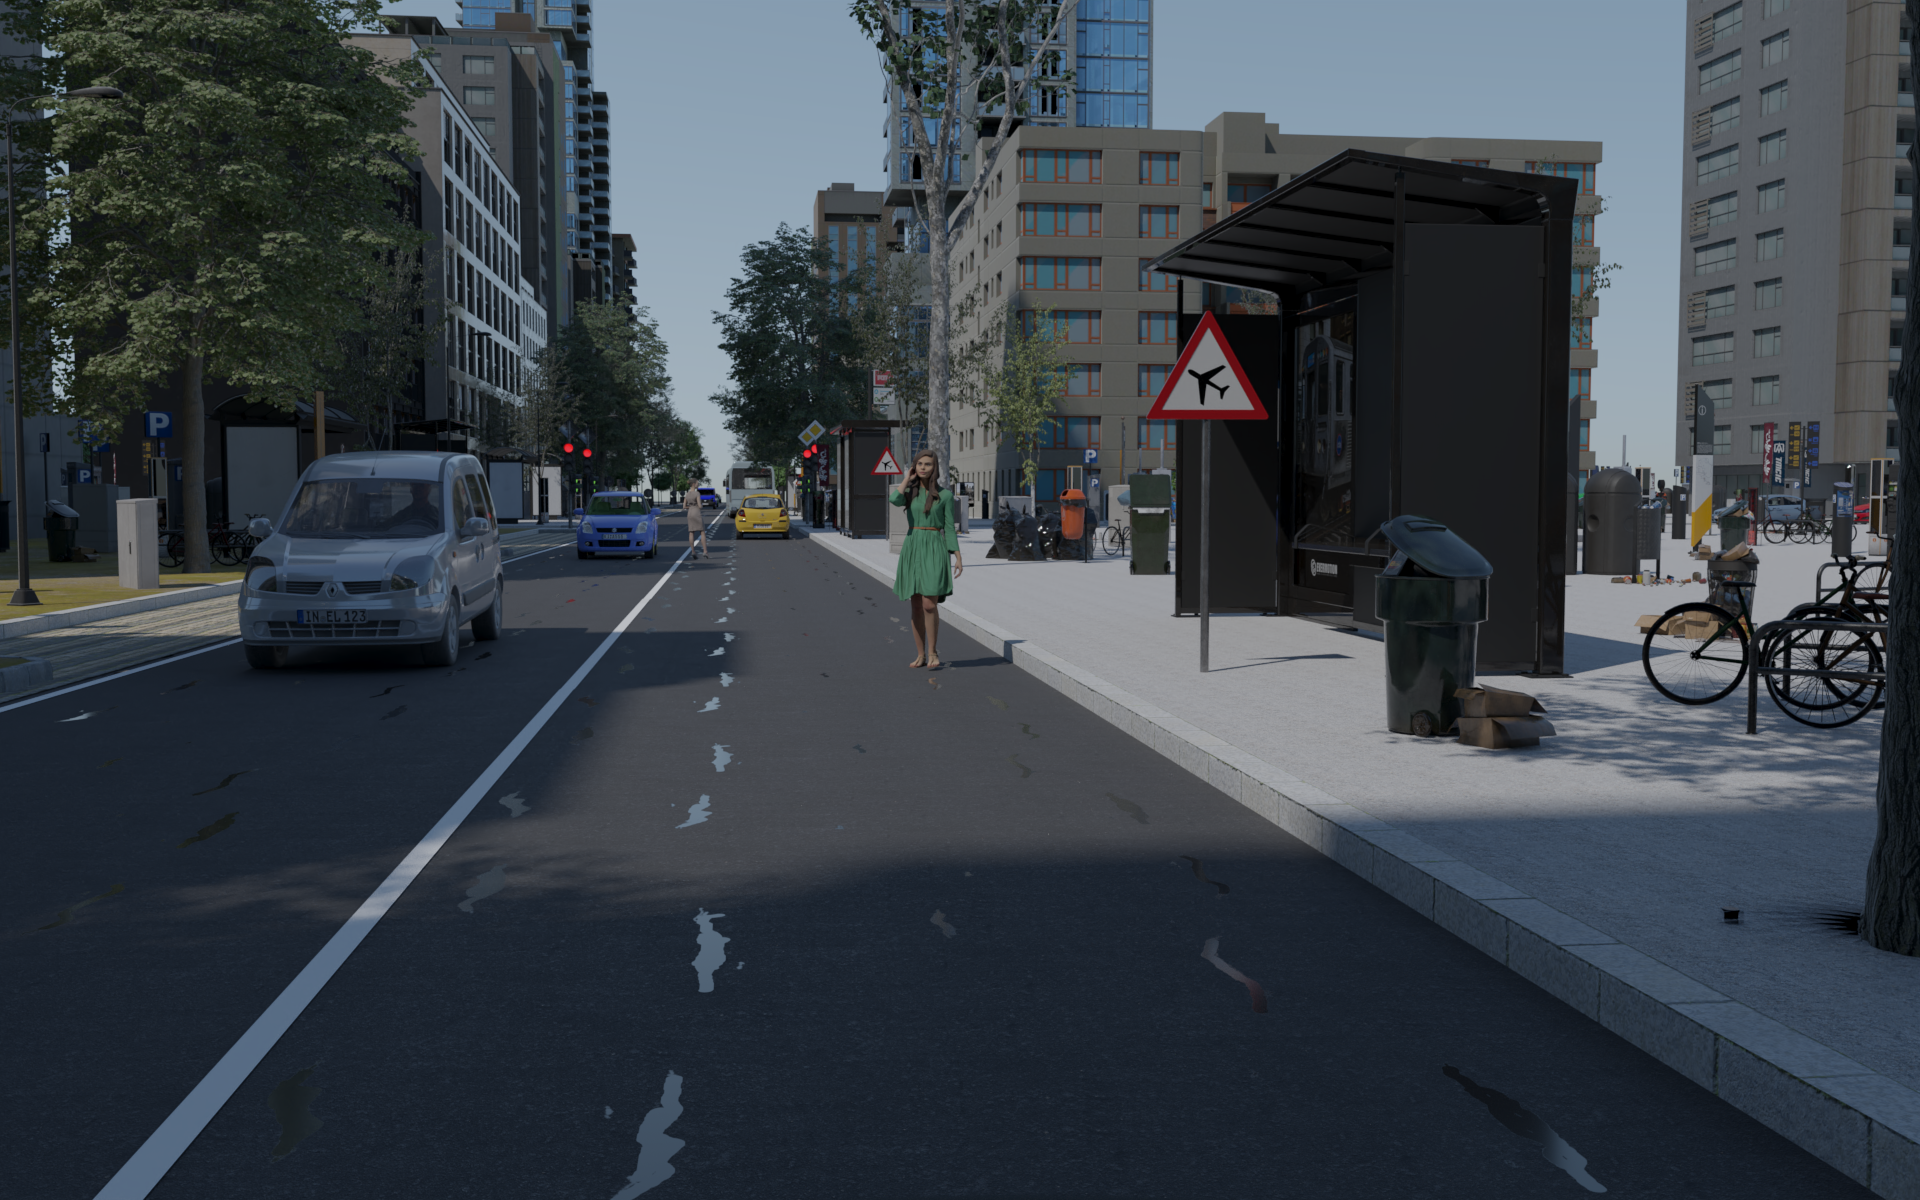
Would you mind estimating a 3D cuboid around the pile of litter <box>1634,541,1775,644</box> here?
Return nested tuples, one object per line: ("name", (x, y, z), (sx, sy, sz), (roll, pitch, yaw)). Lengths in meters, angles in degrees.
("pile of litter", (6.737, -0.104, 15.672), (1.176, 0.858, 1.719), (2, 4, 24))

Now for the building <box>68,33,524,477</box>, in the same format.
("building", (-39.774, -18.680, 109.937), (19.350, 26.468, 34.151), (0, 4, -7))

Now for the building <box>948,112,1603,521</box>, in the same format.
("building", (15.364, -15.415, 97.075), (28.899, 21.520, 27.650), (0, 4, -7))

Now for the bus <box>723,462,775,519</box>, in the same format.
("bus", (-12.768, -6.715, 104.642), (2.948, 3.499, 13.247), (-1, 4, -9))

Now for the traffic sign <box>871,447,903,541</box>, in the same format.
("traffic sign", (-2.002, -2.902, 47.450), (0.884, 2.594, 0.081), (0, 4, -3))

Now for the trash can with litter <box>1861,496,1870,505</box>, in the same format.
("trash can with litter", (54.182, -5.789, 105.714), (1.678, 1.210, 2.233), (-1, 4, -17))

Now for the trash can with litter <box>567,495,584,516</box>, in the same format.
("trash can with litter", (-22.631, -5.462, 100.357), (1.678, 1.210, 2.233), (0, 4, 3))

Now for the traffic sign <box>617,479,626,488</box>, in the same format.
("traffic sign", (-23.085, -7.092, 118.089), (0.606, 2.300, 0.079), (0, 4, 2))

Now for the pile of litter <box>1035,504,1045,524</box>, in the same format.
("pile of litter", (3.238, -3.729, 74.939), (1.176, 0.858, 1.719), (-3, 4, -36))

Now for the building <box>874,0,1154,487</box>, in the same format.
("building", (2.777, -50.164, 132.860), (22.319, 86.520, 31.000), (0, 4, -7))

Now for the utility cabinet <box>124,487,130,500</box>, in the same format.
("utility cabinet", (-26.264, -2.743, 53.523), (0.318, 1.500, 1.173), (2, 4, 28))

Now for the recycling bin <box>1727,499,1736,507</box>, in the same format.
("recycling bin", (39.549, -4.649, 88.572), (0.722, 1.027, 0.722), (-1, 4, -11))

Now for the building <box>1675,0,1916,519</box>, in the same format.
("building", (48.876, -25.029, 92.813), (14.086, 41.232, 14.154), (0, 4, -7))

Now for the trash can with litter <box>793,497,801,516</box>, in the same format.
("trash can with litter", (-8.889, -5.522, 101.342), (2.233, 1.210, 1.678), (0, 4, 2))

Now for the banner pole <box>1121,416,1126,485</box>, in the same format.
("banner pole", (5.279, -4.031, 55.919), (0.401, 3.779, 0.863), (1, 4, 12))

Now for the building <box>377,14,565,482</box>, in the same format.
("building", (-42.706, -28.631, 151.707), (14.154, 41.232, 14.086), (0, 4, -7))

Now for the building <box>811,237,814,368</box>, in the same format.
("building", (-16.811, -36.301, 277.111), (14.154, 41.232, 14.086), (0, 4, -7))

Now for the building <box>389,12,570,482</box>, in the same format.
("building", (-45.197, -31.522, 165.496), (14.600, 45.320, 14.200), (0, 4, -7))

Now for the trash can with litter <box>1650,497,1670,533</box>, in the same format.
("trash can with litter", (23.057, -2.795, 57.080), (0.624, 1.170, 1.055), (2, 4, 23))

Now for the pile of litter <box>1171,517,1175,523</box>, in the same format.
("pile of litter", (9.716, -3.928, 78.187), (1.176, 0.858, 1.719), (2, 4, 31))

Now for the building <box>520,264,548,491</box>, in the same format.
("building", (-38.612, -17.198, 135.937), (10.420, 20.320, 16.860), (0, 4, -7))

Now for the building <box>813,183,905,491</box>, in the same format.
("building", (-13.744, -36.626, 248.951), (14.600, 45.320, 14.200), (0, 4, -7))

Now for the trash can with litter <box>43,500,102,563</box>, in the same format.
("trash can with litter", (-16.730, -1.303, 32.698), (1.055, 1.170, 0.624), (1, 4, 13))

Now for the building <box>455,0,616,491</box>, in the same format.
("building", (-60.423, -57.296, 249.455), (22.319, 86.520, 31.000), (0, 4, -7))

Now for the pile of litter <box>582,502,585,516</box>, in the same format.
("pile of litter", (-22.478, -5.502, 103.916), (1.176, 0.858, 1.719), (2, 4, 31))

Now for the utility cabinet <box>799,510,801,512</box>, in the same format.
("utility cabinet", (-12.584, -7.476, 133.401), (0.306, 1.237, 1.020), (2, 4, 32))

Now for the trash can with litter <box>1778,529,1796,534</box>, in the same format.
("trash can with litter", (26.228, -2.777, 56.458), (1.678, 1.210, 2.233), (-1, 4, -16))

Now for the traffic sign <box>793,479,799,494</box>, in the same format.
("traffic sign", (-10.768, -7.005, 115.714), (0.795, 2.450, 0.064), (0, 4, -5))

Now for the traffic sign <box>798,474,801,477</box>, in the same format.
("traffic sign", (-9.317, -6.332, 103.633), (0.768, 2.556, 0.104), (0, 4, 1))

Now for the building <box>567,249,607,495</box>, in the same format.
("building", (-49.374, -26.461, 204.341), (14.160, 30.474, 14.107), (0, 4, -7))

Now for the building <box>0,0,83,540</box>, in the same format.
("building", (-36.119, -36.820, 40.264), (20.611, 71.187, 20.563), (0, 4, -7))

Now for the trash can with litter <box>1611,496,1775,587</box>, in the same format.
("trash can with litter", (10.257, -0.851, 24.964), (2.233, 1.210, 1.678), (-2, 4, -29))

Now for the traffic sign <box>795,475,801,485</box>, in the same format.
("traffic sign", (-9.076, -6.119, 100.056), (0.884, 2.594, 0.081), (0, 4, -3))

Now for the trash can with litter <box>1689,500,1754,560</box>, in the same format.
("trash can with litter", (14.710, -1.349, 33.448), (1.055, 1.170, 0.624), (0, 4, 6))

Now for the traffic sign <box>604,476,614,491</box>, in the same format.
("traffic sign", (-24.357, -7.337, 120.063), (0.768, 2.556, 0.104), (0, 4, -4))

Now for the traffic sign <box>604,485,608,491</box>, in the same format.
("traffic sign", (-25.000, -7.517, 123.015), (0.768, 2.556, 0.104), (0, 4, 2))

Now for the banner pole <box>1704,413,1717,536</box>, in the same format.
("banner pole", (23.120, -3.891, 53.628), (0.401, 3.779, 0.863), (-1, 4, -15))

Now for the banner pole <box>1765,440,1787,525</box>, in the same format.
("banner pole", (33.389, -4.955, 71.034), (0.863, 3.779, 0.401), (2, 4, 24))

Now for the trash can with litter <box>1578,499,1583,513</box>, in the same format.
("trash can with litter", (22.586, -3.165, 63.127), (1.055, 1.170, 0.624), (-1, 4, -17))

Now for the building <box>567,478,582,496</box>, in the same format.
("building", (-56.504, -30.064, 183.426), (32.217, 40.220, 23.993), (0, 4, -7))

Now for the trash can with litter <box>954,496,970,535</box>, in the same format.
("trash can with litter", (-0.522, -2.705, 55.278), (2.233, 1.210, 1.678), (-3, 5, -45))

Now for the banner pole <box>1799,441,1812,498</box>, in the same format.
("banner pole", (39.612, -5.579, 81.230), (0.401, 3.779, 0.863), (-1, 4, -18))

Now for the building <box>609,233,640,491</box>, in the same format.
("building", (-63.704, -38.288, 280.634), (22.147, 44.769, 28.867), (0, 4, -7))

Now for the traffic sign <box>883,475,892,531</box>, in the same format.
("traffic sign", (-2.599, -3.603, 59.012), (0.768, 2.556, 0.104), (0, 4, -4))

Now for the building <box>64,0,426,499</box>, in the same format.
("building", (-34.068, -15.611, 84.925), (12.332, 23.373, 15.834), (0, 4, -7))

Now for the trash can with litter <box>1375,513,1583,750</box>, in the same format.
("trash can with litter", (2.689, 0.138, 9.129), (0.624, 1.170, 1.055), (-2, 4, -29))

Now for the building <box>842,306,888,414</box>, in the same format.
("building", (2.921, -20.215, 175.547), (27.650, 21.520, 28.899), (0, 4, -7))

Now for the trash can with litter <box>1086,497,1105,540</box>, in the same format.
("trash can with litter", (3.386, -2.297, 48.621), (1.678, 1.210, 2.233), (-2, 4, -24))

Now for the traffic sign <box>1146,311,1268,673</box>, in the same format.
("traffic sign", (1.759, -0.758, 12.395), (0.884, 2.594, 0.081), (0, 4, -6))
